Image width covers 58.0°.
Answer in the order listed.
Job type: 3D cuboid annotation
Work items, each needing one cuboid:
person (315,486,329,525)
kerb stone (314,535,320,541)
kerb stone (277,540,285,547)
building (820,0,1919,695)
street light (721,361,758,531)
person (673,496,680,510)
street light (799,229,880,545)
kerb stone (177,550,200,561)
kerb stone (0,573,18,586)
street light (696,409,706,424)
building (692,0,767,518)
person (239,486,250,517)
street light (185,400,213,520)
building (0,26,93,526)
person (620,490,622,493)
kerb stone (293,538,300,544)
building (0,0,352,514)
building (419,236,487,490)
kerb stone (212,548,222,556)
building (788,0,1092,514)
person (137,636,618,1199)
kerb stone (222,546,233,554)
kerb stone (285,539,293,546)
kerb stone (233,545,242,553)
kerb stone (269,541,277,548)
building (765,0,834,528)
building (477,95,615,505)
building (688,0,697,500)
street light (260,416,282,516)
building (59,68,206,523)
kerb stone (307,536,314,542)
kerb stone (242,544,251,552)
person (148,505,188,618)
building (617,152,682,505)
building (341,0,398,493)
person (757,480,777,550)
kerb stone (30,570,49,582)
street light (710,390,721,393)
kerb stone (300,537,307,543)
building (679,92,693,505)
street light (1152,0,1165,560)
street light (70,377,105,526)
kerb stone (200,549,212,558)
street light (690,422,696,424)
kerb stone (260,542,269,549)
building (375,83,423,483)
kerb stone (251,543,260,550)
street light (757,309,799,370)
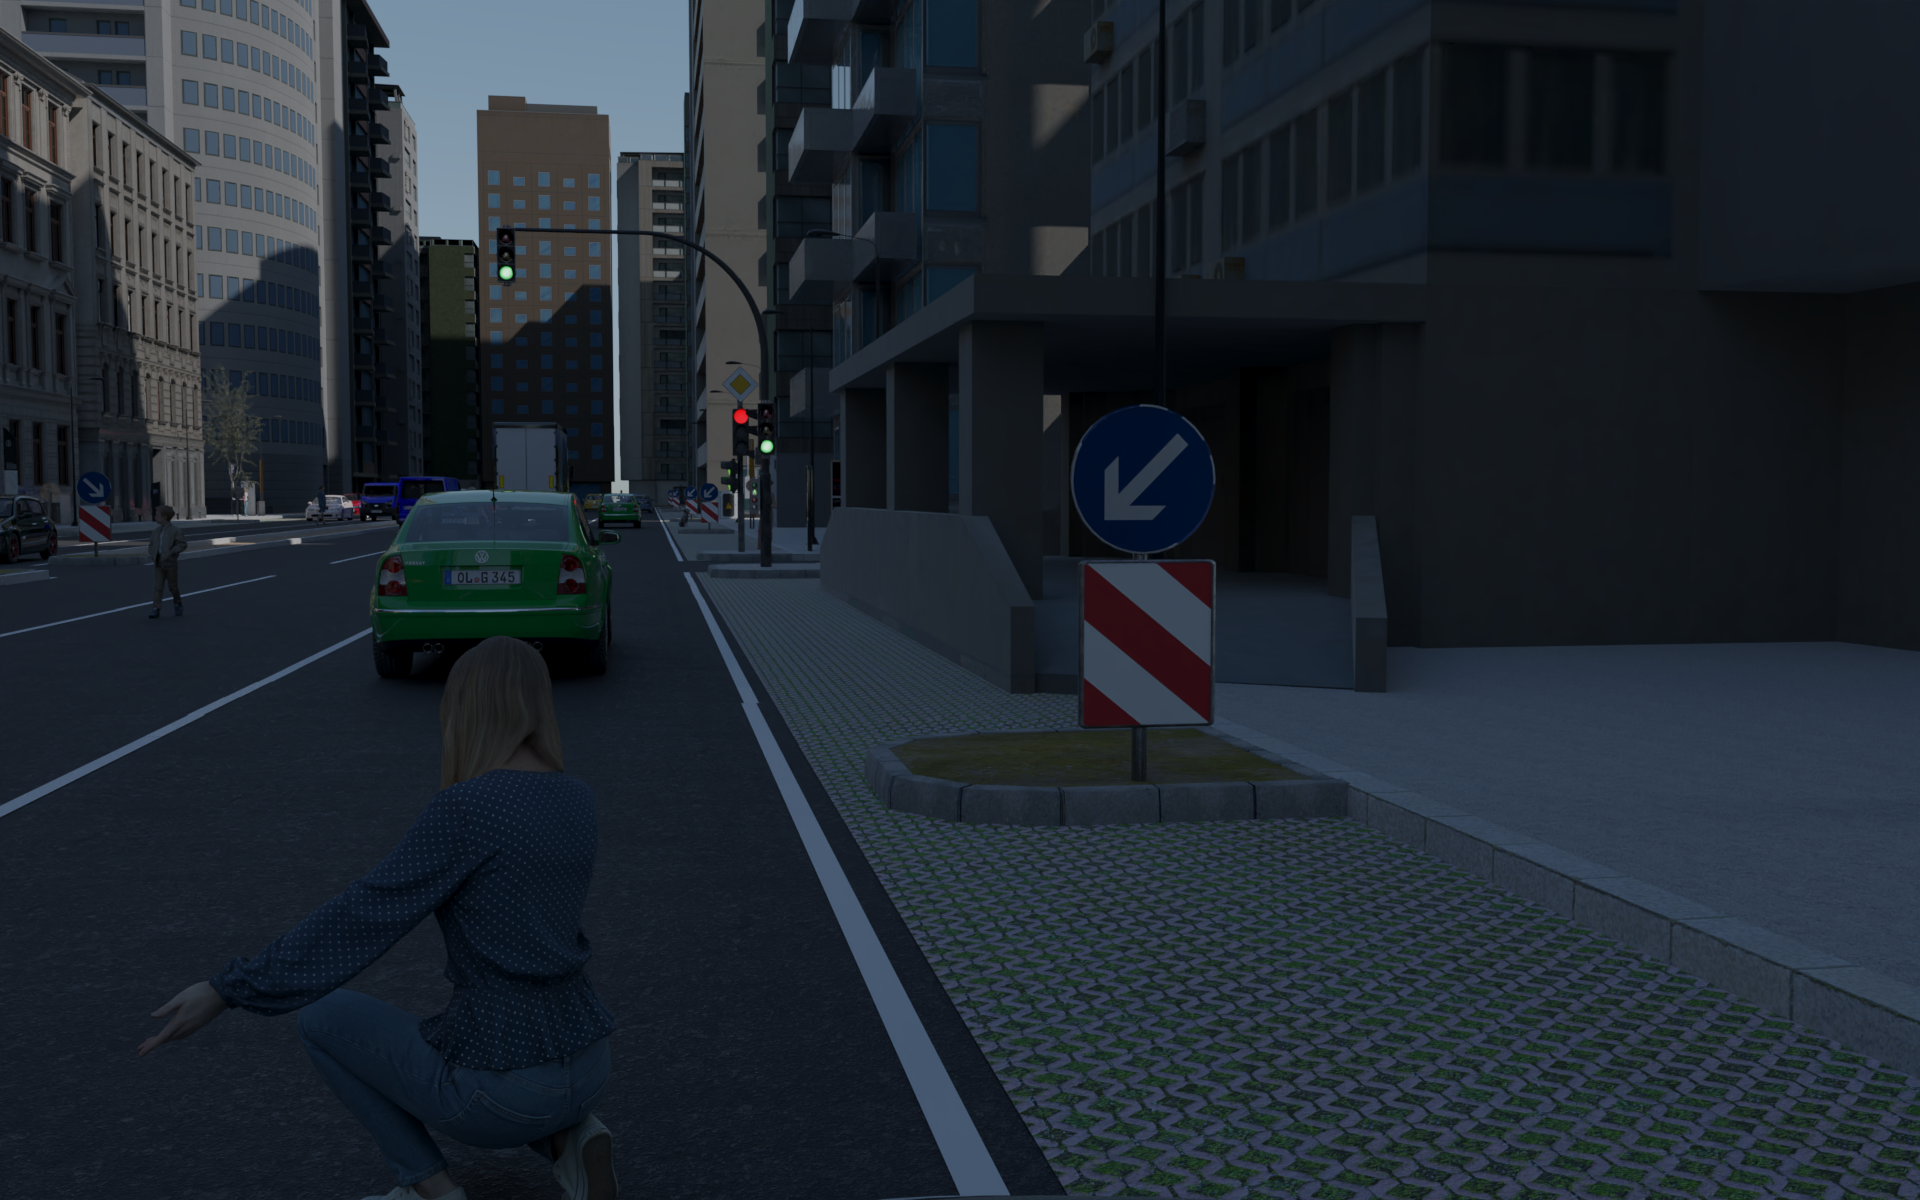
[{"bbox_3d":[-29.602,-4.385,80.219,0.654,1.822,0.581,-3,5,-40],"label":"person"},{"bbox_3d":[-19.593,-1.847,52.408,0.120,0.150,1.000,-1,4,-10],"label":"kerb stone"},{"bbox_3d":[-18.686,-1.531,47.366,0.120,0.150,1.000,-1,4,-10],"label":"kerb stone"},{"bbox_3d":[14.987,-20.114,20.742,32.217,40.220,23.993,-1,4,-10],"label":"building"},{"bbox_3d":[-7.488,-5.392,60.696,1.470,5.913,1.316,-1,4,-10],"label":"street light"},{"bbox_3d":[-22.993,-8.029,140.446,0.621,1.740,0.551,2,4,35],"label":"person"},{"bbox_3d":[-1.989,-3.555,30.661,1.470,5.913,1.316,-1,4,-10],"label":"street light"},{"bbox_3d":[-17.062,-0.977,38.297,0.120,0.150,1.000,-1,4,-10],"label":"kerb stone"},{"bbox_3d":[-15.141,-0.335,27.680,0.120,0.150,1.000,-1,4,-10],"label":"kerb stone"},{"bbox_3d":[-13.519,-7.467,94.624,1.470,5.913,1.316,-1,4,-10],"label":"street light"},{"bbox_3d":[-4.816,-29.317,103.031,21.300,48.544,21.600,-1,4,-10],"label":"building"},{"bbox_3d":[-40.737,-5.605,98.522,0.643,1.720,0.563,1,4,18],"label":"person"},{"bbox_3d":[-37.703,-6.929,85.829,1.470,5.913,1.316,-1,4,-10],"label":"street light"},{"bbox_3d":[-40.254,-13.798,61.757,11.583,22.565,21.152,-1,4,-10],"label":"building"},{"bbox_3d":[-32.574,-9.680,166.772,0.705,1.824,1.348,2,4,24],"label":"person"},{"bbox_3d":[-19.058,-1.663,49.381,0.120,0.150,1.000,-1,4,-10],"label":"kerb stone"},{"bbox_3d":[-55.691,-35.286,118.927,21.231,58.520,28.212,-1,4,-10],"label":"building"},{"bbox_3d":[-61.384,-25.996,196.731,14.107,30.474,14.160,-1,4,-10],"label":"building"},{"bbox_3d":[-17.420,-1.108,40.310,0.120,0.150,1.000,-1,4,-10],"label":"kerb stone"},{"bbox_3d":[9.945,-26.514,53.111,30.456,49.044,23.786,-1,4,-10],"label":"building"},{"bbox_3d":[-1.072,0.648,3.406,0.738,1.151,1.012,3,4,36],"label":"person"},{"bbox_3d":[-17.599,-1.169,41.317,0.120,0.150,1.000,-1,4,-10],"label":"kerb stone"},{"bbox_3d":[-18.870,-1.601,48.376,0.120,0.150,1.000,-1,4,-10],"label":"kerb stone"},{"bbox_3d":[-17.788,-1.231,42.321,0.120,0.150,1.000,-1,4,-10],"label":"kerb stone"},{"bbox_3d":[-18.512,-1.478,46.358,0.120,0.150,1.000,-1,4,-10],"label":"kerb stone"},{"bbox_3d":[-1.310,-18.447,73.302,14.160,30.474,14.107,-1,4,-10],"label":"building"},{"bbox_3d":[-47.162,-33.564,198.881,14.200,45.320,14.600,-1,4,-10],"label":"building"},{"bbox_3d":[-14.337,-37.810,160.186,21.231,58.520,28.212,-1,4,-10],"label":"building"},{"bbox_3d":[-40.922,-7.970,102.846,1.470,5.913,1.316,-1,4,-10],"label":"street light"},{"bbox_3d":[-42.869,-14.200,81.324,9.793,20.994,18.267,-1,4,-10],"label":"building"},{"bbox_3d":[-19.419,-1.785,51.396,0.120,0.150,1.000,-1,4,-10],"label":"kerb stone"},{"bbox_3d":[-17.967,-1.293,43.328,0.120,0.150,1.000,-1,4,-10],"label":"kerb stone"},{"bbox_3d":[-9.258,-0.457,20.239,0.475,1.303,0.640,0,4,-2],"label":"person"},{"bbox_3d":[-32.619,-31.668,201.364,14.086,41.232,14.154,-1,4,-10],"label":"building"},{"bbox_3d":[-60.883,-30.153,147.628,22.147,44.769,28.867,-1,4,-10],"label":"building"},{"bbox_3d":[-4.584,-1.945,40.640,0.374,1.781,0.599,-3,5,-44],"label":"person"},{"bbox_3d":[-15.322,-0.397,28.685,0.120,0.150,1.000,-1,4,-10],"label":"kerb stone"},{"bbox_3d":[-10.480,-6.426,77.610,1.470,5.913,1.316,-1,4,-10],"label":"street light"},{"bbox_3d":[-19.237,-1.721,50.391,0.120,0.150,1.000,-1,4,-10],"label":"kerb stone"},{"bbox_3d":[-21.605,-30.414,180.858,14.154,41.232,14.086,-1,4,-10],"label":"building"},{"bbox_3d":[1.054,-2.512,13.619,1.470,5.913,1.316,-1,4,-10],"label":"street light"},{"bbox_3d":[-34.709,-5.894,68.915,1.470,5.913,1.316,-1,4,-10],"label":"street light"},{"bbox_3d":[-17.232,-1.046,39.305,0.120,0.150,1.000,-1,4,-10],"label":"kerb stone"},{"bbox_3d":[-16.671,-8.521,111.861,1.470,5.913,1.316,-1,4,-10],"label":"street light"},{"bbox_3d":[-18.329,-1.416,45.347,0.120,0.150,1.000,-1,4,-10],"label":"kerb stone"},{"bbox_3d":[-62.019,-30.013,174.307,14.086,41.232,14.154,-1,4,-10],"label":"building"},{"bbox_3d":[-18.147,-1.350,44.335,0.120,0.150,1.000,-1,4,-10],"label":"kerb stone"},{"bbox_3d":[-4.287,-4.360,43.820,1.470,5.913,1.316,-1,4,-10],"label":"street light"}]
